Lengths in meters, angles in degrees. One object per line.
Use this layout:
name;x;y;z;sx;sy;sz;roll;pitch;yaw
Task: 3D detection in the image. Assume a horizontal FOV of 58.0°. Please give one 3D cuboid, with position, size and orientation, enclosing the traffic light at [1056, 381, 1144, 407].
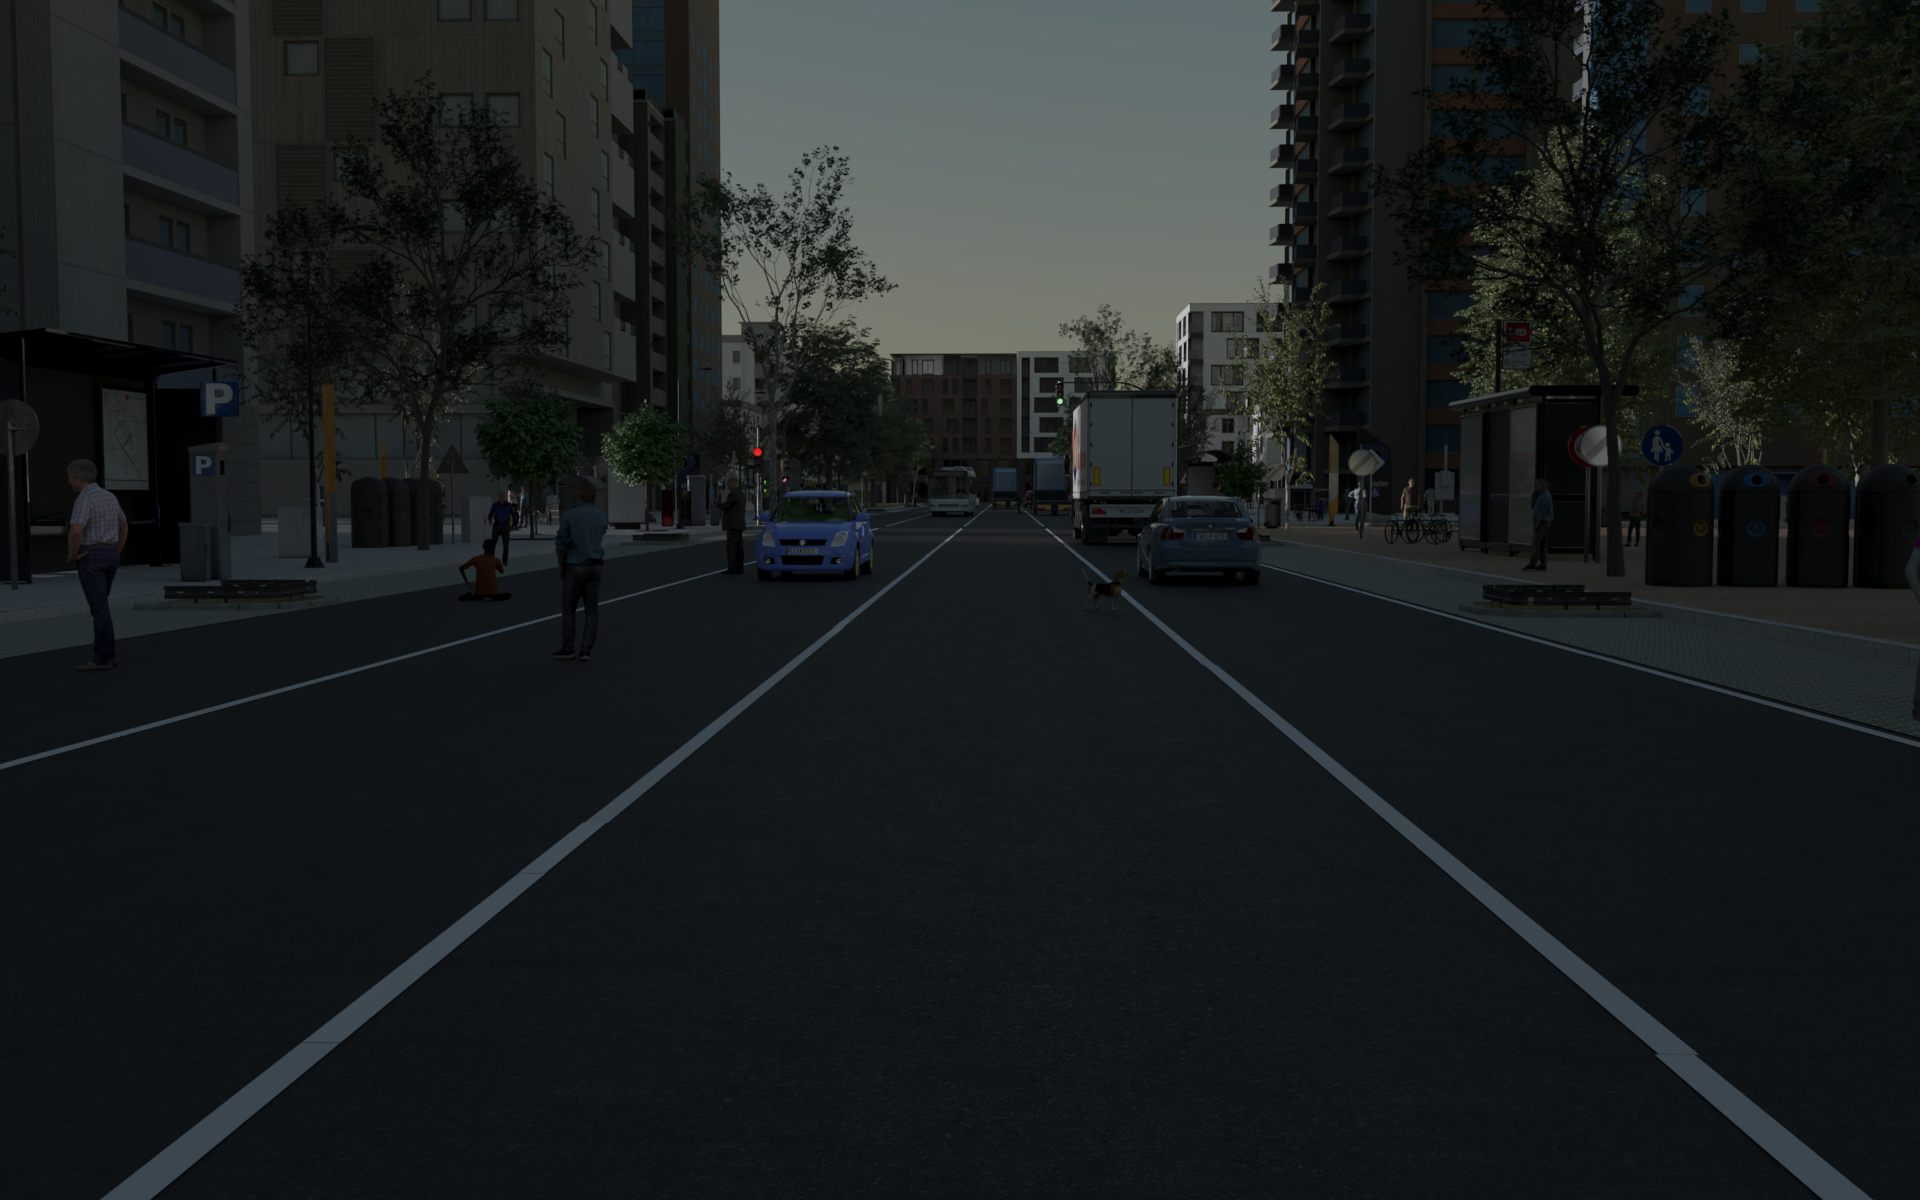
traffic light;6.244;-5.825;69.902;4.771;5.953;1.251;0;4;1

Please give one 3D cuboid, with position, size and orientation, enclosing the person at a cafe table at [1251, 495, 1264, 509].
person at a cafe table;25.992;-8.532;150.355;1.698;1.238;1.726;0;4;-5

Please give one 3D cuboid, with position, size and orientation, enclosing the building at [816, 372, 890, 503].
building;-26.361;-23.893;257.102;31.486;18.905;16.747;0;4;1

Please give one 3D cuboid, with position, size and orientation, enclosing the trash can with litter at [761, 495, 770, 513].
trash can with litter;-10.941;-5.538;101.611;2.233;1.210;1.678;-1;4;-22

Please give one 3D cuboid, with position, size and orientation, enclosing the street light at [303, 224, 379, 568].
street light;-10.683;-3.509;29.912;1.470;5.913;1.316;0;4;1

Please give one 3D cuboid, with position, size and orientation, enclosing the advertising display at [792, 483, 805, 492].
advertising display;-9.716;-6.059;104.277;0.974;1.923;0.123;3;5;41

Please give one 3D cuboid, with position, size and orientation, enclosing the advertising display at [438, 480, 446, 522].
advertising display;-23.833;-4.528;79.246;0.123;1.923;0.974;1;4;11

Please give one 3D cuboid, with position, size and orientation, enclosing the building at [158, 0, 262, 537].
building;-36.018;-30.974;48.429;28.212;58.520;21.231;0;4;1

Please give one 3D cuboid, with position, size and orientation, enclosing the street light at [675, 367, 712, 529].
street light;-9.753;-5.565;63.524;1.470;5.913;1.316;0;4;1

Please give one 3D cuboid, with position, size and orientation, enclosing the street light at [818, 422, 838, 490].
street light;-8.588;-8.525;111.924;1.470;5.913;1.316;0;4;1

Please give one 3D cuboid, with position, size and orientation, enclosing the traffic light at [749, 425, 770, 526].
traffic light;-8.159;-4.983;70.397;0.839;4.253;0.868;0;4;1

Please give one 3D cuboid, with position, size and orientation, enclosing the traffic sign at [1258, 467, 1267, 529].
traffic sign;10.884;-3.729;63.091;0.606;2.300;0.079;1;4;9

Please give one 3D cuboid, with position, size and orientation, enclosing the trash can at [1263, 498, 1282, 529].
trash can;11.616;-3.224;64.372;0.748;1.137;0.748;0;3;0

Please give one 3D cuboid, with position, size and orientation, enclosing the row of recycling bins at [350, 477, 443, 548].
row of recycling bins;-13.834;-2.183;42.811;1.069;1.692;3.534;1;4;11

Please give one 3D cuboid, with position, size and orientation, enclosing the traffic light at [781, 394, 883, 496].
traffic light;-5.860;-6.342;78.361;4.771;5.953;1.251;0;4;1

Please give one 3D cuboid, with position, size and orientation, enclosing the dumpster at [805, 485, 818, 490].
dumpster;-9.978;-6.621;114.012;1.264;1.857;1.865;0;4;2

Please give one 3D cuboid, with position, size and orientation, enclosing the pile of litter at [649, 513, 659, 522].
pile of litter;-14.497;-3.939;78.361;1.719;0.858;1.176;0;3;0

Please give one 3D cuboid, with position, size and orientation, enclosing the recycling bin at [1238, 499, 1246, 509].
recycling bin;13.964;-4.582;87.467;0.722;1.027;0.722;2;4;33

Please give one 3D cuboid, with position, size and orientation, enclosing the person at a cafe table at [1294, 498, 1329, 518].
person at a cafe table;19.471;-5.123;94.620;1.726;1.238;1.698;-2;4;-30

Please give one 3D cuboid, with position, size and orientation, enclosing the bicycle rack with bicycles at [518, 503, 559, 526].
bicycle rack with bicycles;-17.348;-3.483;70.337;2.852;0.926;2.925;-2;4;-30

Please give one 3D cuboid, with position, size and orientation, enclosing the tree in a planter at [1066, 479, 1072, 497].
tree in a planter;11.227;-11.189;180.165;1.991;3.239;1.994;0;4;1

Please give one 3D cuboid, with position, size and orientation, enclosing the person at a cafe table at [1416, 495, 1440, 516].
person at a cafe table;27.162;-5.503;100.836;1.698;1.238;1.726;1;4;19

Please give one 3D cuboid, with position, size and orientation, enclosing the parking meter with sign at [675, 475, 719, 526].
parking meter with sign;-10.564;-4.484;69.573;1.738;3.016;0.543;-1;4;-17

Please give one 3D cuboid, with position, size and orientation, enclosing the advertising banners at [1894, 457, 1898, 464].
advertising banners;41.892;-4.952;77.154;2.074;3.025;0.090;-3;5;-44

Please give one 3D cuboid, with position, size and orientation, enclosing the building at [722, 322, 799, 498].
building;-26.417;-20.278;187.961;16.016;20.091;11.380;0;4;1

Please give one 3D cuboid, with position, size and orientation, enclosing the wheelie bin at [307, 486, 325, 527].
wheelie bin;-25.206;-3.692;68.264;0.980;1.594;0.693;-2;4;-30

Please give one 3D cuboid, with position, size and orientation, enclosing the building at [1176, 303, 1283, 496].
building;38.826;-21.863;201.429;27.936;21.610;32.646;0;4;1

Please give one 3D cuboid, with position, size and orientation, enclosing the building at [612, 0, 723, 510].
building;-27.136;-29.872;138.513;14.600;45.320;14.200;0;4;1

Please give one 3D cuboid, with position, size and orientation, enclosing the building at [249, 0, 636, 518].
building;-34.907;-31.372;102.168;28.713;52.752;27.495;0;4;1

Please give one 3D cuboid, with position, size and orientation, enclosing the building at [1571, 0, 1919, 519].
building;42.280;-27.092;93.070;14.200;45.320;14.600;0;4;1

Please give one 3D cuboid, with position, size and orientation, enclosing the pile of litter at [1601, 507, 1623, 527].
pile of litter;25.167;-3.267;67.382;1.176;0.858;1.719;1;4;11

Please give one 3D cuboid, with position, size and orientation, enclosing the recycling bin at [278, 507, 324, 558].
recycling bin;-13.284;-1.367;34.907;0.722;1.027;0.722;0;4;-7

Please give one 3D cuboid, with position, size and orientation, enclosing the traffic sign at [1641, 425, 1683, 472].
traffic sign;12.915;-1.948;31.951;0.768;2.556;0.104;0;4;3

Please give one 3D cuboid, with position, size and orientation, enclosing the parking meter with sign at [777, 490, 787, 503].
parking meter with sign;-10.660;-6.615;104.421;0.543;3.016;1.738;0;4;7

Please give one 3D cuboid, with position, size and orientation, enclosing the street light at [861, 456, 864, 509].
street light;-7.658;-10.581;145.536;1.470;5.913;1.316;0;4;1

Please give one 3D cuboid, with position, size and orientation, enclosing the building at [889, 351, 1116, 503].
building;6.333;-25.549;261.702;32.646;21.610;27.936;0;4;1

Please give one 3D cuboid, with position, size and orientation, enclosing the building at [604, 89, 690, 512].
building;-27.672;-21.557;124.165;14.160;30.474;14.107;0;4;1

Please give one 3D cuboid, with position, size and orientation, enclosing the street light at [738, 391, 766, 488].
street light;-9.430;-6.469;78.309;1.470;5.913;1.316;0;4;1

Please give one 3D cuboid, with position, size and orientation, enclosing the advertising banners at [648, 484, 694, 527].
advertising banners;-11.554;-4.422;68.494;2.074;3.025;0.090;0;4;7

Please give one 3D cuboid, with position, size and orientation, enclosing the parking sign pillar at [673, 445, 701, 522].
parking sign pillar;-12.748;-5.646;80.786;1.447;3.967;1.447;2;4;23

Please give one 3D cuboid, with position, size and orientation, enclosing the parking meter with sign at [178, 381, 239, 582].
parking meter with sign;-11.294;-1.819;25.998;0.543;3.016;1.738;-1;4;-10

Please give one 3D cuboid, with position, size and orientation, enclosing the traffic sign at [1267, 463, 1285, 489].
traffic sign;12.728;-4.275;70.004;0.768;2.556;0.104;1;4;9

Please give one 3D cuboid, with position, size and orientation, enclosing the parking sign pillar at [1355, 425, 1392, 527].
parking sign pillar;16.159;-4.836;67.540;1.447;3.967;1.447;0;4;1

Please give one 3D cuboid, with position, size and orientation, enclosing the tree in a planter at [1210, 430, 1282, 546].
tree in a planter;7.809;-3.111;48.091;1.991;3.239;1.994;0;4;1

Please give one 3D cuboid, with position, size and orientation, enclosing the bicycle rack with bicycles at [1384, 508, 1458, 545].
bicycle rack with bicycles;12.176;-1.907;44.564;2.925;0.926;2.852;-1;4;-22

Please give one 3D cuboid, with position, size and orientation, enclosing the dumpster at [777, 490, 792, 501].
dumpster;-11.094;-6.653;111.268;1.502;2.255;1.985;0;4;1

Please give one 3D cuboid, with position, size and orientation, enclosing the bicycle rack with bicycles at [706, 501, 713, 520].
bicycle rack with bicycles;-12.275;-4.514;87.181;2.925;0.926;2.852;0;4;3

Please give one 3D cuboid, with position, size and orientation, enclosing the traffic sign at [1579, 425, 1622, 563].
traffic sign;11.818;-1.952;32.026;0.768;2.556;0.104;1;4;9

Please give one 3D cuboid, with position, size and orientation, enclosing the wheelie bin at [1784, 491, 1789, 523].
wheelie bin;37.018;-4.206;76.672;0.980;1.594;0.693;0;4;-7

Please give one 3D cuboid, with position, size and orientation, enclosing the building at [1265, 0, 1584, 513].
building;35.021;-29.060;129.757;22.147;44.769;28.867;0;4;1

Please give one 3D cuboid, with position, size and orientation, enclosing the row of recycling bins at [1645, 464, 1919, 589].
row of recycling bins;11.383;-1.033;23.995;3.534;1.692;1.069;1;4;11

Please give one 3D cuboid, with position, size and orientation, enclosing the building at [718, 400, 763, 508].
building;-23.677;-13.845;168.515;9.099;9.664;28.070;0;4;1

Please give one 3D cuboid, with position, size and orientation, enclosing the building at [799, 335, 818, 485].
building;-23.546;-21.761;212.213;11.380;20.091;16.016;0;4;1

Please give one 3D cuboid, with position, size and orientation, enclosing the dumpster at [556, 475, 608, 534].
dumpster;-11.854;-2.973;54.367;1.264;1.857;1.865;0;4;2

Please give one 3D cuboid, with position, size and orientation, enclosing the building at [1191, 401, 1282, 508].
building;28.693;-13.957;170.347;9.099;9.664;28.070;0;4;1

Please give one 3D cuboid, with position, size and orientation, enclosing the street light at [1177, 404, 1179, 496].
street light;10.173;-6.883;85.079;1.470;5.913;1.316;0;4;1
